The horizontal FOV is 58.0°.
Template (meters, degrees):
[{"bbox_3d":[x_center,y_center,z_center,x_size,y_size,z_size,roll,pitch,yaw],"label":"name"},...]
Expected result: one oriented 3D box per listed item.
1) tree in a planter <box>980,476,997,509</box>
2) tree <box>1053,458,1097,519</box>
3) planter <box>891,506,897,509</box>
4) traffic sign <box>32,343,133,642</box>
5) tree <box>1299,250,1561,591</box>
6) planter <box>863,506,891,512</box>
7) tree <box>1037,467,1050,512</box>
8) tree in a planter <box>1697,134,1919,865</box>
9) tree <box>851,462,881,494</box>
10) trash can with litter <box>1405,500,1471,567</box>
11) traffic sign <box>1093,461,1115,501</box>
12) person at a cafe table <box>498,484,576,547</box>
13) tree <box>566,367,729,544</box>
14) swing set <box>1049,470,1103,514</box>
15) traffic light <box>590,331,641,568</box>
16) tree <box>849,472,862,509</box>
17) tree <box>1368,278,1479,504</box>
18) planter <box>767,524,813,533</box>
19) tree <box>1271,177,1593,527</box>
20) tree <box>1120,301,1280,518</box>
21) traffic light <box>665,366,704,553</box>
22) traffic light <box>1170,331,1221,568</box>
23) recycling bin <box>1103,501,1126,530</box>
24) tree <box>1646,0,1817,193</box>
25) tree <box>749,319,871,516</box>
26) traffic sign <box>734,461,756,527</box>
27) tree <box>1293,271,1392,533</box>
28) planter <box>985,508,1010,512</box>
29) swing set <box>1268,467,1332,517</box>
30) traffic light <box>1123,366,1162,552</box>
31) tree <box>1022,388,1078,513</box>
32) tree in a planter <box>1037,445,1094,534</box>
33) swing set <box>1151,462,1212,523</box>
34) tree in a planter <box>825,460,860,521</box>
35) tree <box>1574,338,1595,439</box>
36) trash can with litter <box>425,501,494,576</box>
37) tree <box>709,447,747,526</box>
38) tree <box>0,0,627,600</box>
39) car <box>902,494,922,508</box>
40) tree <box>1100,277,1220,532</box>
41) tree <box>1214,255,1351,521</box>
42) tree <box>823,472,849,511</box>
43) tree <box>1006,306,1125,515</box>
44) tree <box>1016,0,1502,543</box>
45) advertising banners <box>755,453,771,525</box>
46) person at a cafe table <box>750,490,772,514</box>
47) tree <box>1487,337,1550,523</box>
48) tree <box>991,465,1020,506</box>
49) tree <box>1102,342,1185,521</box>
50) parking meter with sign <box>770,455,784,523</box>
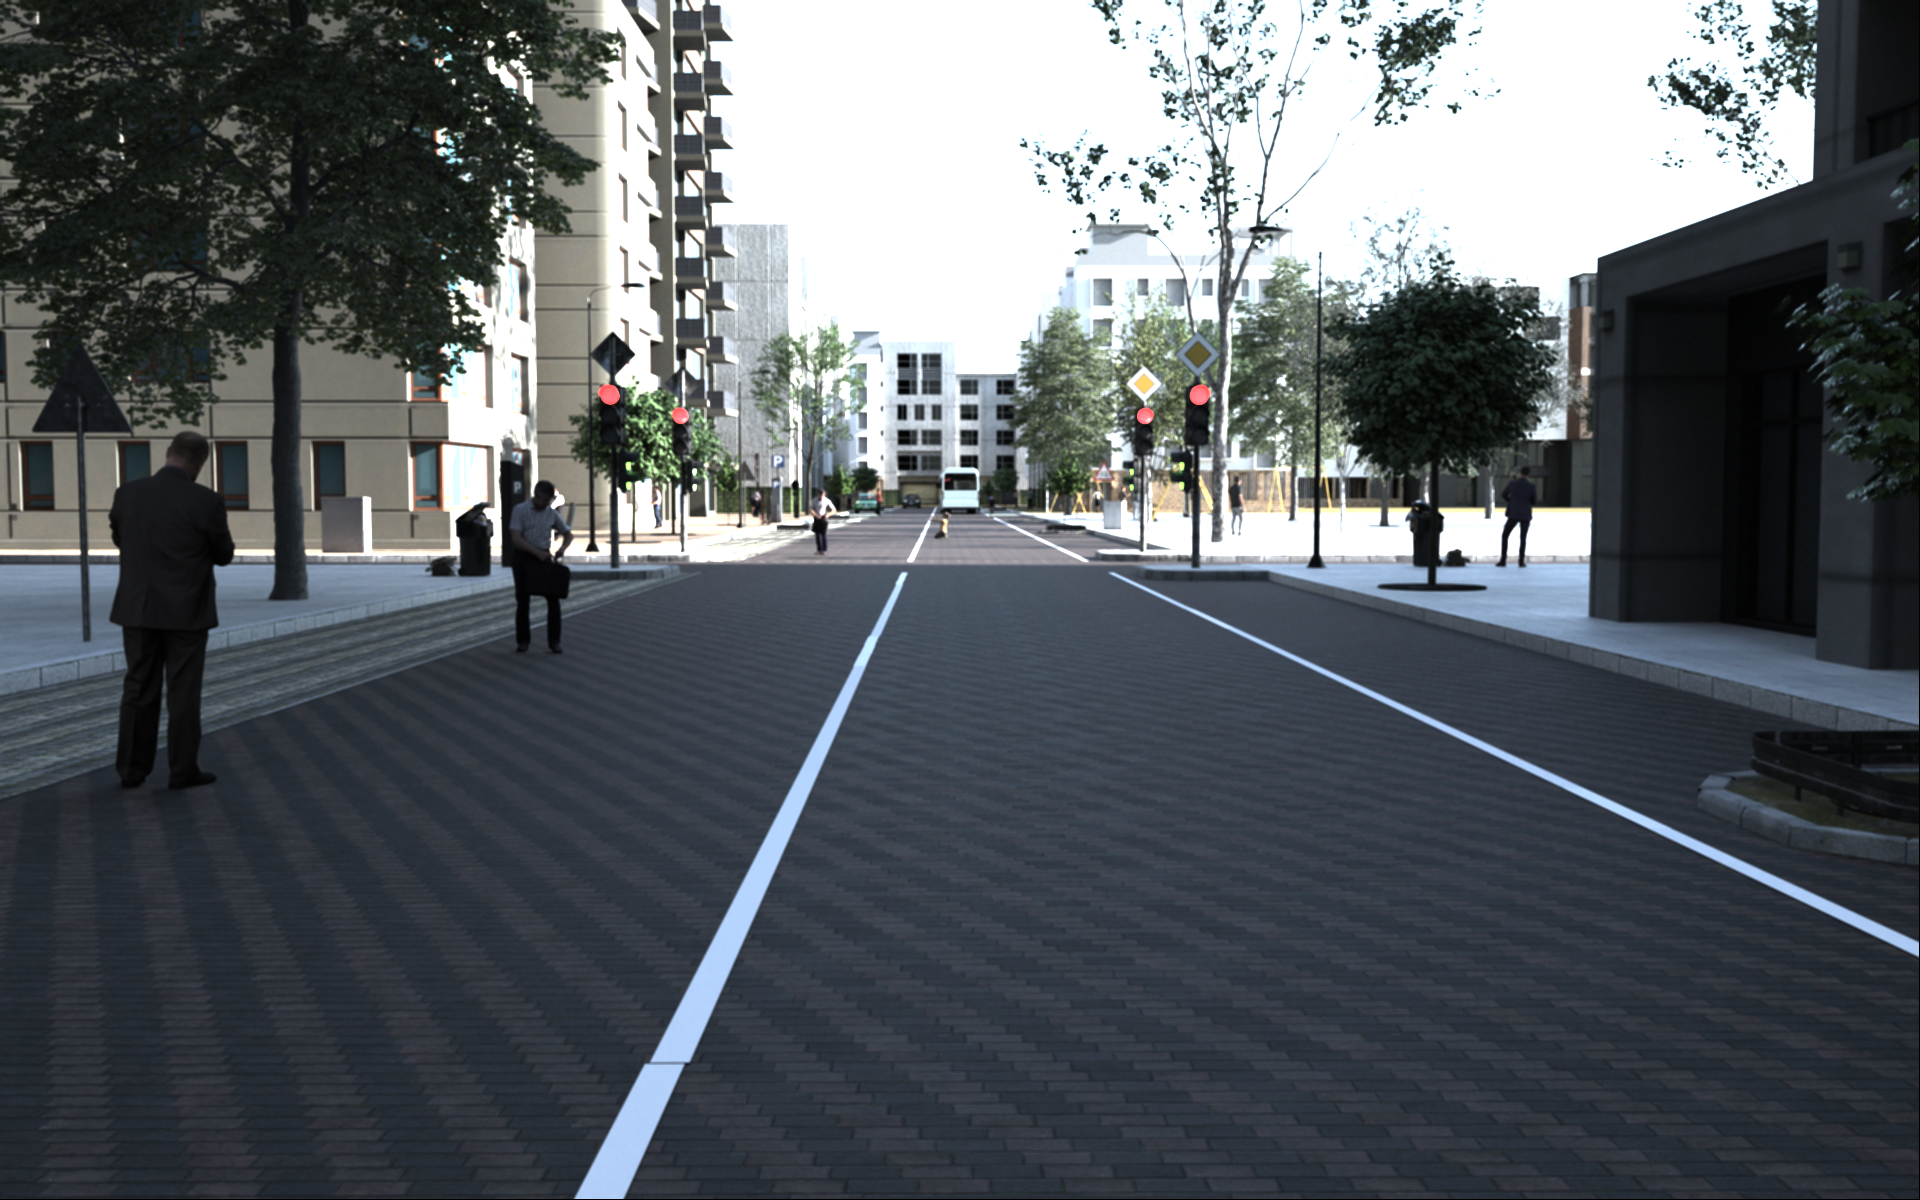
[{"bbox_3d":[2.751,-10.380,166.939,1.991,3.239,1.994,0,4,-1],"label":"tree in a planter"},{"bbox_3d":[6.130,-5.897,91.012,1.663,3.219,1.824,0,3,0],"label":"tree"},{"bbox_3d":[-7.048,-8.913,166.861,1.991,0.319,1.994,0,4,-1],"label":"planter"},{"bbox_3d":[-7.593,-0.917,14.993,0.884,2.594,0.081,0,4,2],"label":"traffic sign"},{"bbox_3d":[6.343,-2.431,23.458,4.285,4.588,4.351,0,3,0],"label":"tree"},{"bbox_3d":[-6.787,-7.262,139.868,1.991,0.319,1.994,0,4,-1],"label":"planter"},{"bbox_3d":[6.171,-7.785,121.878,1.663,3.219,1.824,0,3,0],"label":"tree"},{"bbox_3d":[4.360,-0.624,7.430,1.991,3.239,1.994,0,4,-1],"label":"tree in a planter"},{"bbox_3d":[-9.672,-11.851,177.473,4.285,4.588,4.351,0,3,0],"label":"tree"},{"bbox_3d":[8.493,-1.187,30.797,1.055,1.170,0.624,-1,4,-13],"label":"trash can with litter"},{"bbox_3d":[5.666,-4.169,68.174,0.884,2.594,0.081,0,4,2],"label":"traffic sign"},{"bbox_3d":[-10.106,-2.028,41.671,1.622,1.524,1.698,-2,4,-27],"label":"person at a cafe table"},{"bbox_3d":[-8.458,-3.751,45.042,4.285,4.588,4.351,0,3,0],"label":"tree"},{"bbox_3d":[7.764,-6.988,111.866,2.862,2.851,3.119,-2,4,-29],"label":"swing set"},{"bbox_3d":[-5.971,-2.509,29.951,0.839,4.253,0.868,0,4,-1],"label":"traffic light"},{"bbox_3d":[-9.593,-9.544,150.644,1.663,3.219,1.824,0,3,0],"label":"tree"},{"bbox_3d":[27.954,-12.055,103.750,9.857,13.997,8.962,0,3,0],"label":"tree"},{"bbox_3d":[-6.024,-2.615,63.899,1.991,0.319,1.994,0,4,-1],"label":"planter"},{"bbox_3d":[16.731,-9.604,67.396,12.009,13.543,11.850,0,3,0],"label":"tree"},{"bbox_3d":[12.251,-10.317,94.436,9.928,11.665,9.643,0,3,0],"label":"tree"},{"bbox_3d":[-6.051,-2.998,37.935,0.839,4.253,0.868,0,4,-1],"label":"traffic light"},{"bbox_3d":[4.090,-2.517,30.067,0.839,4.253,0.868,0,4,-1],"label":"traffic light"},{"bbox_3d":[5.553,-3.033,62.136,0.722,1.027,0.722,1,4,14],"label":"recycling bin"},{"bbox_3d":[24.860,-11.776,48.424,12.611,20.169,13.585,0,3,0],"label":"tree"},{"bbox_3d":[-8.820,-10.786,102.102,9.928,11.665,9.643,0,3,0],"label":"tree"},{"bbox_3d":[-8.401,-4.133,67.571,0.884,2.594,0.081,0,4,3],"label":"traffic sign"},{"bbox_3d":[12.714,-6.512,56.840,4.360,8.622,3.978,0,3,0],"label":"tree"},{"bbox_3d":[3.034,-7.268,139.975,1.991,0.319,1.994,0,4,-1],"label":"planter"},{"bbox_3d":[19.288,-6.199,98.973,3.119,2.851,2.862,0,4,-7],"label":"swing set"},{"bbox_3d":[4.010,-3.005,38.051,0.839,4.253,0.868,0,4,-1],"label":"traffic light"},{"bbox_3d":[6.136,-10.228,117.592,4.360,8.622,3.978,0,3,0],"label":"tree"},{"bbox_3d":[3.800,-4.007,62.738,1.991,3.239,1.994,0,4,-1],"label":"tree in a planter"},{"bbox_3d":[8.662,-4.223,66.667,2.862,2.851,3.119,0,4,6],"label":"swing set"},{"bbox_3d":[-6.293,-5.745,91.158,1.991,3.239,1.994,0,4,-1],"label":"tree in a planter"},{"bbox_3d":[31.230,-8.781,77.977,7.601,10.594,8.767,-1,4,-11],"label":"tree"},{"bbox_3d":[-7.844,-0.962,27.115,1.055,1.170,0.624,0,4,4],"label":"trash can with litter"},{"bbox_3d":[-9.537,-4.667,70.911,1.663,3.219,1.824,0,3,0],"label":"tree"},{"bbox_3d":[-7.760,-6.284,20.867,7.486,12.596,7.792,0,3,0],"label":"tree"},{"bbox_3d":[-4.899,-10.197,176.508,2.009,1.686,4.222,0,4,1],"label":"car"},{"bbox_3d":[6.573,-6.630,58.757,4.737,8.622,4.395,0,3,0],"label":"tree"},{"bbox_3d":[16.053,-10.094,83.170,7.486,12.596,7.792,0,3,0],"label":"tree"},{"bbox_3d":[-9.550,-8.361,131.310,1.663,3.219,1.824,0,3,0],"label":"tree"},{"bbox_3d":[6.551,-11.436,105.111,7.486,12.596,7.792,0,3,0],"label":"tree"},{"bbox_3d":[7.772,-11.650,46.370,12.611,20.169,13.585,0,3,0],"label":"tree"},{"bbox_3d":[-8.387,-4.734,73.585,0.090,3.025,2.074,-2,4,-24],"label":"advertising banners"},{"bbox_3d":[-12.459,-6.167,109.338,1.698,1.524,1.622,2,4,30],"label":"person at a cafe table"},{"bbox_3d":[23.716,-7.726,76.685,4.360,8.622,3.978,0,3,0],"label":"tree"},{"bbox_3d":[5.043,-12.657,190.660,4.285,4.588,4.351,0,3,0],"label":"tree"},{"bbox_3d":[8.648,-8.101,82.806,4.360,8.622,3.978,0,3,0],"label":"tree"},{"bbox_3d":[-8.171,-4.944,77.091,0.543,3.016,1.738,0,4,0],"label":"parking meter with sign"}]
